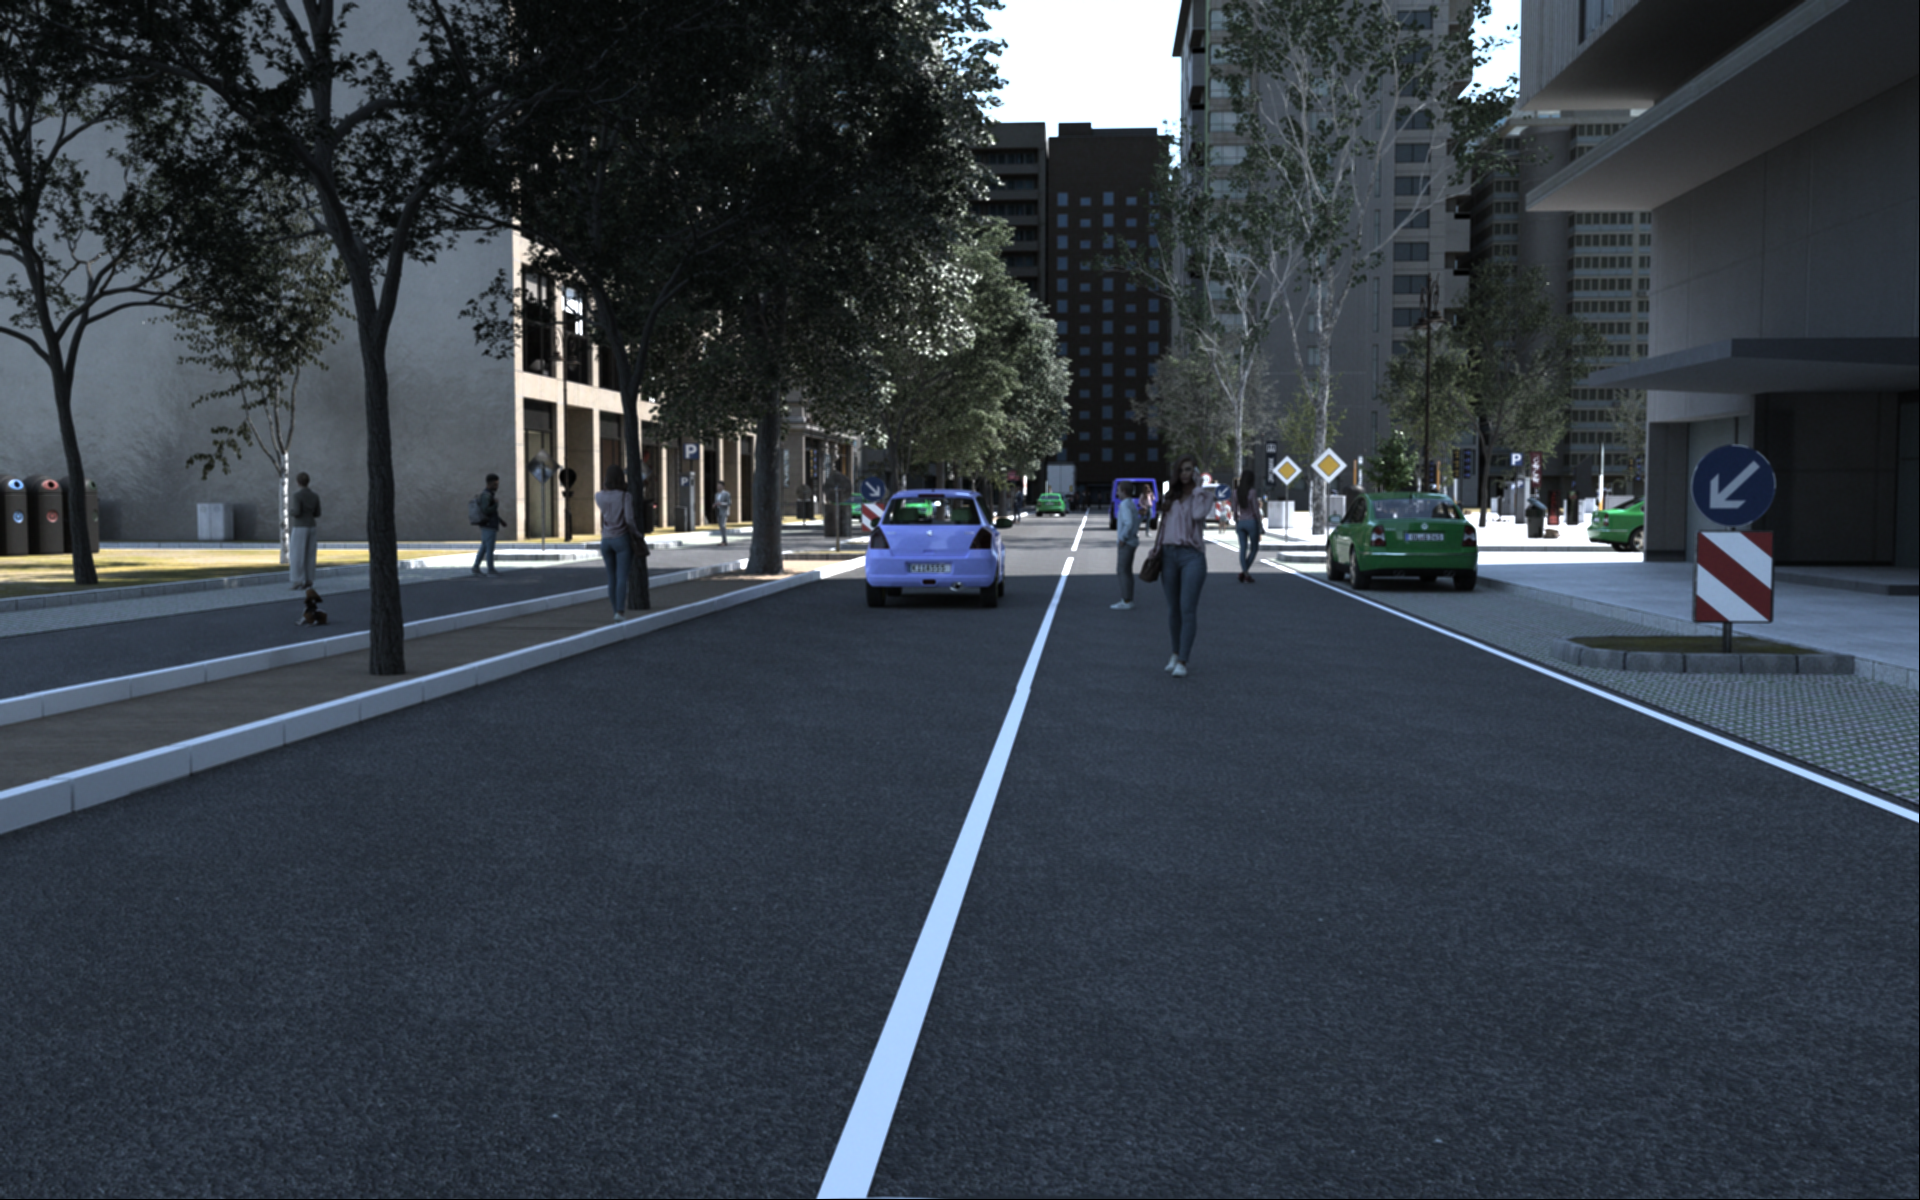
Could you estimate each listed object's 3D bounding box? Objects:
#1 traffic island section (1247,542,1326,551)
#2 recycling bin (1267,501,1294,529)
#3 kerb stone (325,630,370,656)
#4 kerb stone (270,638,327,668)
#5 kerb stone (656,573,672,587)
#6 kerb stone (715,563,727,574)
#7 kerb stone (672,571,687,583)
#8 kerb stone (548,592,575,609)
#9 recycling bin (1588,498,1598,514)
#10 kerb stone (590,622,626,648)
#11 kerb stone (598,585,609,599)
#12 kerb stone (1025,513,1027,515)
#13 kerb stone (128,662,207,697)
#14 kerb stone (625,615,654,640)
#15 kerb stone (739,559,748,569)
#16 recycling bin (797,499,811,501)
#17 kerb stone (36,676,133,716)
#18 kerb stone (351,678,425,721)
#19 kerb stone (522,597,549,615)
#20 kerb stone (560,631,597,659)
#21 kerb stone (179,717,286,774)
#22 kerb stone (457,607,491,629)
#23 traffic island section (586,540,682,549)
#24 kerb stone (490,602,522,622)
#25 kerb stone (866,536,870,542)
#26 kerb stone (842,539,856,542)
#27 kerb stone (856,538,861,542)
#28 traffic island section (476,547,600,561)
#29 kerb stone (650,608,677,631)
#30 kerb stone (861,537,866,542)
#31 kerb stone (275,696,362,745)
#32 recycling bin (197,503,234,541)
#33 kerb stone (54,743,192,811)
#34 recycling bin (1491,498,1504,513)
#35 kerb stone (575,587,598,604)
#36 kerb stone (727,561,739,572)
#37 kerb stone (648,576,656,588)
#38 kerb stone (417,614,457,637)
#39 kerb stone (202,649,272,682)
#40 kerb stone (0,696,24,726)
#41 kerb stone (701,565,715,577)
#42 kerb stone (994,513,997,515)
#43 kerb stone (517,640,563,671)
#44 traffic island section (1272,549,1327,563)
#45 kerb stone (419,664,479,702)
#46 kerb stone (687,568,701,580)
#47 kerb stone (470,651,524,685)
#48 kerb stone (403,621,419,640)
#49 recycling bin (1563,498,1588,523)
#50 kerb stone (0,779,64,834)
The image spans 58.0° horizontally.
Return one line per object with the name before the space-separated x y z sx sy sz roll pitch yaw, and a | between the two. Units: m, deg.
traffic island section | 8.479 -1.384 44.916 2.009 0.180 2.903 0 4 4
recycling bin | 11.795 -3.126 63.659 0.722 1.027 0.722 -3 5 -41
kerb stone | -5.565 0.400 15.652 0.120 0.150 1.000 0 4 4
kerb stone | -5.649 0.463 14.633 0.120 0.150 1.000 0 4 4
kerb stone | -4.697 -0.288 26.906 0.120 0.150 1.000 0 4 4
kerb stone | -4.380 -0.536 31.003 0.120 0.150 1.000 0 4 4
kerb stone | -4.616 -0.349 27.932 0.120 0.150 1.000 0 4 4
kerb stone | -5.087 0.025 21.786 0.120 0.150 1.000 0 4 4
recycling bin | 41.410 -6.166 113.360 0.722 1.027 0.722 -2 4 -34
kerb stone | -3.397 0.349 16.493 0.120 0.150 1.000 0 4 4
kerb stone | -4.935 -0.100 23.832 0.120 0.150 1.000 0 4 4
kerb stone | 4.238 -5.688 115.193 0.120 0.150 1.000 0 4 4
kerb stone | -5.807 0.590 12.595 0.120 0.150 1.000 0 4 4
kerb stone | -3.308 0.286 17.518 0.120 0.150 1.000 0 4 4
kerb stone | -4.218 -0.662 33.050 0.120 0.150 1.000 0 4 4
recycling bin | -8.088 -4.780 90.714 0.722 1.027 0.722 -1 4 -20
kerb stone | -5.881 0.650 11.576 0.120 0.150 1.000 0 4 4
kerb stone | -3.788 0.661 11.388 0.120 0.150 1.000 0 4 4
kerb stone | -5.175 0.092 20.757 0.120 0.150 1.000 0 4 4
kerb stone | -3.473 0.416 15.474 0.120 0.150 1.000 0 4 4
kerb stone | -3.944 0.787 9.350 0.120 0.150 1.000 0 4 4
kerb stone | -5.324 0.213 18.712 0.120 0.150 1.000 0 4 4
traffic island section | -8.612 -1.465 46.236 2.009 0.180 2.903 0 4 4
kerb stone | -5.248 0.151 19.731 0.120 0.150 1.000 0 4 4
kerb stone | -2.835 -1.759 50.956 0.120 0.150 1.000 0 4 4
kerb stone | -3.073 -1.571 47.884 0.120 0.150 1.000 0 4 4
kerb stone | -2.994 -1.632 48.904 0.120 0.150 1.000 0 4 4
traffic island section | -9.227 -0.978 38.275 2.009 0.180 2.903 0 4 4
kerb stone | -3.237 0.224 18.538 0.120 0.150 1.000 0 4 4
kerb stone | -2.914 -1.692 49.929 0.120 0.150 1.000 0 4 4
kerb stone | -3.866 0.724 10.369 0.120 0.150 1.000 0 4 4
recycling bin | -20.377 -2.132 47.417 0.722 1.027 0.722 0 4 -2
kerb stone | -4.019 0.849 8.320 0.120 0.150 1.000 0 4 4
recycling bin | 36.151 -6.346 116.311 0.722 1.027 0.722 -3 5 -41
kerb stone | -5.007 -0.038 22.809 0.120 0.150 1.000 0 4 4
kerb stone | -4.298 -0.601 32.021 0.120 0.150 1.000 0 4 4
kerb stone | -4.772 -0.226 25.886 0.120 0.150 1.000 0 4 4
kerb stone | -5.405 0.276 17.690 0.120 0.150 1.000 0 4 4
kerb stone | -5.722 0.525 13.613 0.120 0.150 1.000 0 4 4
kerb stone | -5.955 0.715 10.557 0.120 0.150 1.000 0 4 4
kerb stone | -4.460 -0.476 29.978 0.120 0.150 1.000 0 4 4
kerb stone | 2.462 -5.947 119.431 0.120 0.150 1.000 0 4 4
kerb stone | -3.551 0.474 14.451 0.120 0.150 1.000 0 4 4
traffic island section | 7.863 -0.897 36.954 2.009 0.180 2.903 0 4 4
kerb stone | -3.706 0.601 12.410 0.120 0.150 1.000 0 4 4
kerb stone | -4.538 -0.413 28.959 0.120 0.150 1.000 0 4 4
kerb stone | -3.624 0.536 13.432 0.120 0.150 1.000 0 4 4
kerb stone | -5.486 0.342 16.671 0.120 0.150 1.000 0 4 4
recycling bin | 27.479 -3.972 77.491 0.722 1.027 0.722 0 4 -1
kerb stone | -4.100 0.913 7.302 0.120 0.150 1.000 0 4 4
